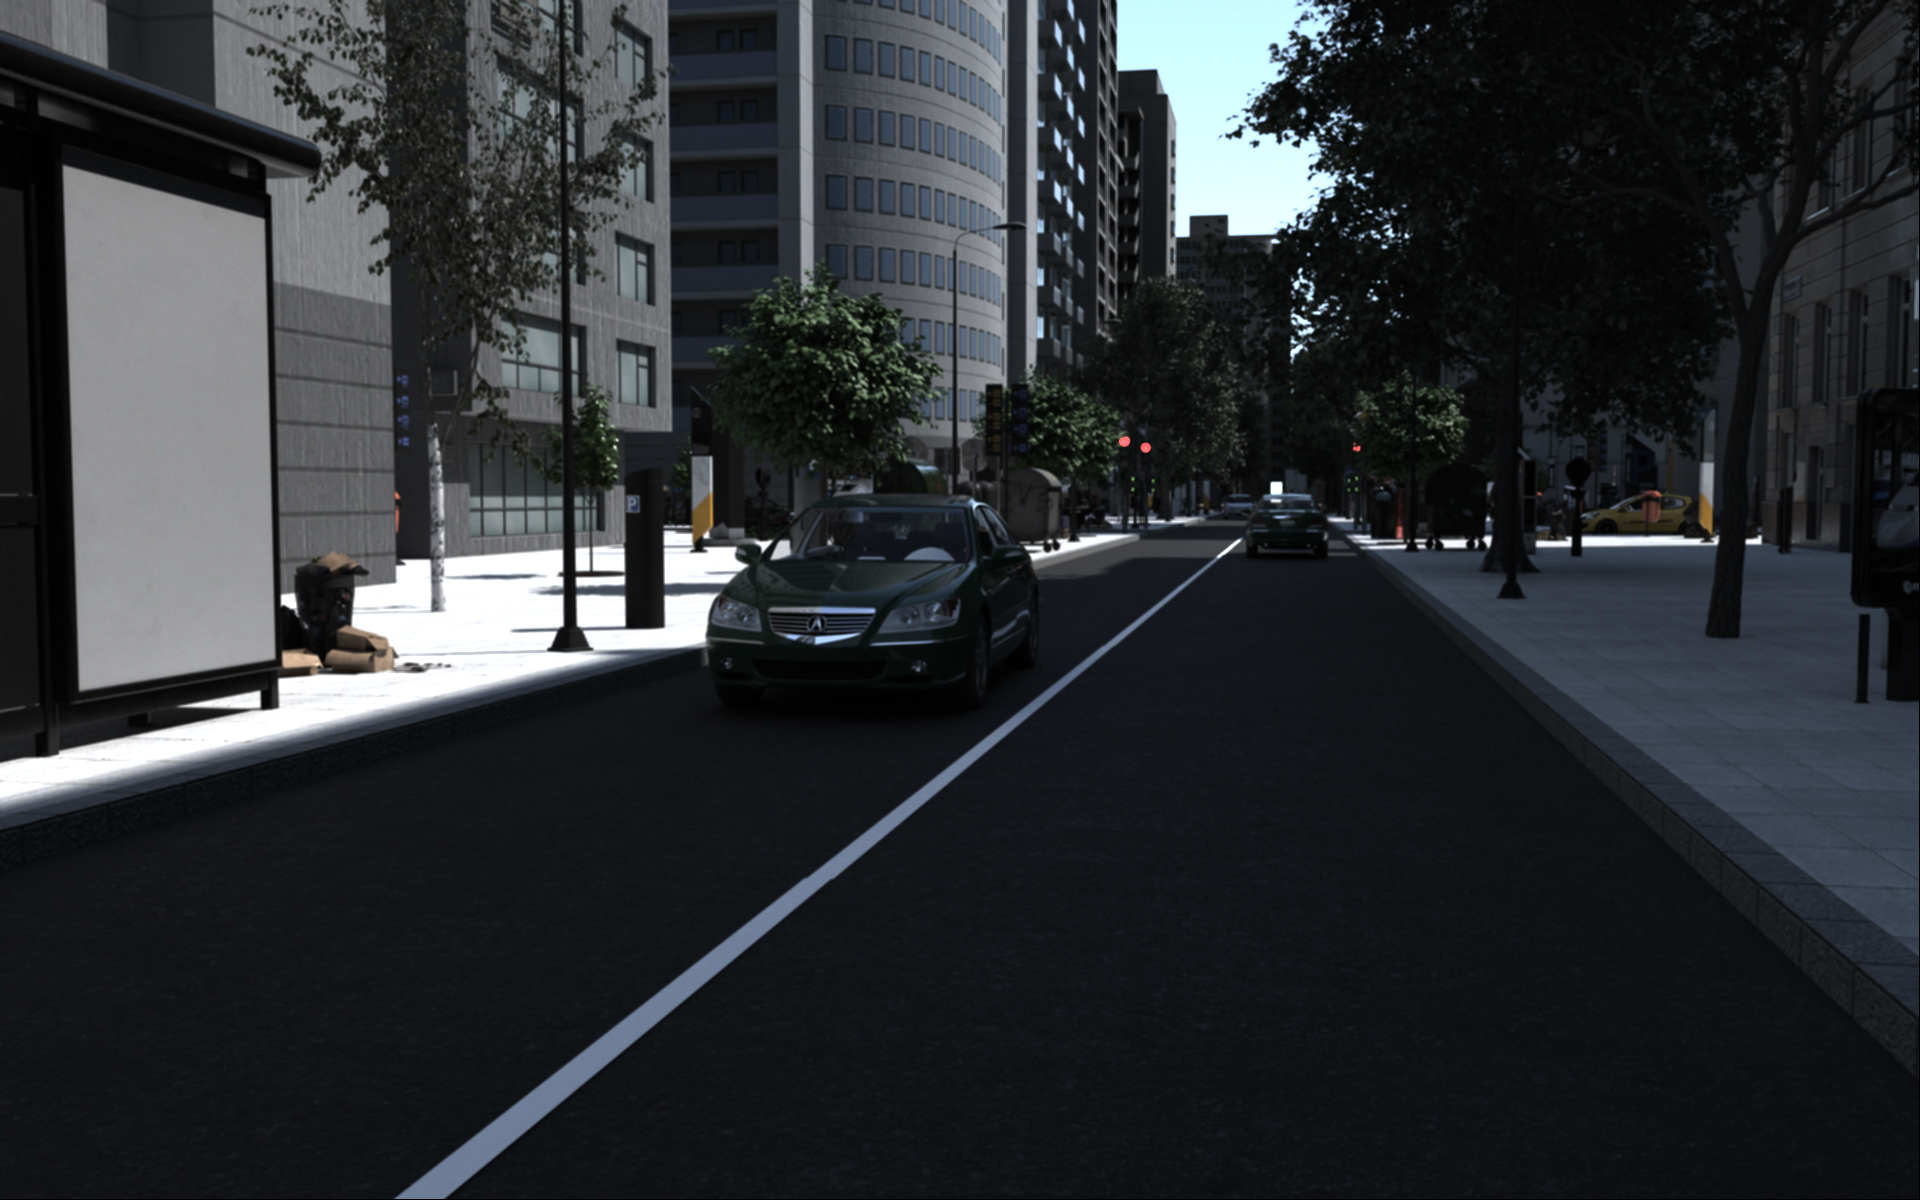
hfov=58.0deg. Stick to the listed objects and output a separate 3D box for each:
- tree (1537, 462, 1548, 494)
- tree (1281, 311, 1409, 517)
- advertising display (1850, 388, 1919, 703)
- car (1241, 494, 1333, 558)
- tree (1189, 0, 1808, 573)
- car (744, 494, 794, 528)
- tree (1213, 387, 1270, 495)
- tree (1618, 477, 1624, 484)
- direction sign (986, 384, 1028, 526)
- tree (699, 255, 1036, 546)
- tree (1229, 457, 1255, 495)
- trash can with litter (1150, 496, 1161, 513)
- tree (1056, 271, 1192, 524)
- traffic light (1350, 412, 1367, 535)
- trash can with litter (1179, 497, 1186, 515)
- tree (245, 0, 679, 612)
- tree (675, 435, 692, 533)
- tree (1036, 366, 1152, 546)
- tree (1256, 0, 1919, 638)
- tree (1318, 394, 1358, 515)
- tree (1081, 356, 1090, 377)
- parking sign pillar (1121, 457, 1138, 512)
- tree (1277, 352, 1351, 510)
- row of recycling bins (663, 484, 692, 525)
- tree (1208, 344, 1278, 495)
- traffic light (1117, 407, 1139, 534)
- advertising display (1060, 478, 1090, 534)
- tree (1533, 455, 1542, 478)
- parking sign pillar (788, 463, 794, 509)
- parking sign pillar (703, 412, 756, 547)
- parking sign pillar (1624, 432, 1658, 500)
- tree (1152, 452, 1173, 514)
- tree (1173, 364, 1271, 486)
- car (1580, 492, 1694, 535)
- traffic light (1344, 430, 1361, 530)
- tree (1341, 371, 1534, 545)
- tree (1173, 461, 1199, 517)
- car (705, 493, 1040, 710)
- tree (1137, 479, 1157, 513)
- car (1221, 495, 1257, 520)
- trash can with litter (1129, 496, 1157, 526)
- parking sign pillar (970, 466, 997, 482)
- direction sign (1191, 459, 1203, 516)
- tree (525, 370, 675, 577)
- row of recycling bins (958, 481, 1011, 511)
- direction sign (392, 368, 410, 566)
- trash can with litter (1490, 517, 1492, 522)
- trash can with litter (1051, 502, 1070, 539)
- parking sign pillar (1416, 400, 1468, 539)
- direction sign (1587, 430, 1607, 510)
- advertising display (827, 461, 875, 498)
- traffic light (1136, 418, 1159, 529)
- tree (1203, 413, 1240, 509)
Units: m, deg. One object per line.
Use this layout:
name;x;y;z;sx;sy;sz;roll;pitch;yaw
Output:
tree;34.725;-6.683;103.868;1.663;3.219;1.824;0;3;0
tree;21.767;-10.533;97.971;9.928;11.665;9.643;0;3;0
advertising display;5.951;-0.338;10.733;0.974;1.923;0.123;-1;4;-19
car;7.596;-1.742;40.282;2.131;1.459;4.920;1;4;10
tree;8.937;-6.795;28.113;9.611;12.733;9.660;0;3;0
car;-7.484;-3.249;62.908;4.222;1.686;2.009;1;4;10
tree;28.685;-16.108;181.496;7.486;12.596;7.792;0;3;0
tree;40.837;-6.712;104.340;1.663;3.219;1.824;0;3;0
direction sign;0.964;-2.673;35.696;0.876;3.537;0.379;1;4;9
tree;-1.867;-2.458;23.904;4.285;4.588;4.351;0;3;0
tree;32.013;-15.311;200.697;4.360;8.622;3.978;0;3;0
trash can with litter;13.137;-6.311;114.580;1.055;1.170;0.624;-3;5;-39
tree;7.225;-8.467;72.842;7.601;10.594;8.767;3;5;40
traffic light;12.726;-4.010;54.489;0.839;4.253;0.868;1;4;11
trash can with litter;13.805;-5.813;106.437;0.624;1.170;1.055;-2;4;-28
tree;-5.459;-4.176;18.638;4.360;8.622;3.978;0;3;0
tree;-9.002;-3.817;57.008;1.663;3.219;1.824;0;3;0
tree;1.900;-3.658;43.528;4.285;4.588;4.351;0;3;0
tree;6.743;-4.921;14.874;8.767;10.594;7.601;1;4;12
tree;23.880;-9.550;106.497;4.360;8.622;3.978;0;3;0
tree;10.349;-10.446;87.799;9.611;12.733;9.660;0;3;0
parking sign pillar;11.966;-8.206;122.642;1.447;3.967;1.447;2;4;25
tree;30.389;-14.363;141.485;9.857;13.997;8.962;0;3;0
row of recycling bins;-11.070;-3.928;71.330;3.534;1.692;1.069;1;4;18
tree;33.501;-21.931;214.466;12.611;20.169;13.585;0;3;0
traffic light;5.349;-4.097;55.901;0.839;4.253;0.868;1;4;11
advertising display;3.737;-3.122;56.256;0.974;1.923;0.123;0;4;-2
tree;31.543;-7.059;99.120;4.285;4.588;4.351;0;3;0
parking sign pillar;-6.226;-4.956;69.496;1.447;3.967;1.447;0;4;6
parking sign pillar;-5.747;-3.308;42.553;1.447;3.967;1.447;-2;4;-30
parking sign pillar;29.681;-5.321;75.475;1.447;3.967;1.447;0;4;-6
tree;3.512;-4.206;52.475;4.285;4.588;4.351;0;3;0
tree;23.186;-15.287;156.601;9.857;13.997;8.962;0;3;0
car;22.506;-2.878;57.282;3.980;1.641;2.015;1;4;11
traffic light;14.249;-4.490;62.328;0.839;4.253;0.868;1;4;11
tree;11.403;-3.714;44.430;4.285;4.588;4.351;0;3;0
tree;12.072;-7.084;99.536;4.285;4.588;4.351;0;3;0
car;-0.494;-0.082;13.146;2.131;1.459;4.920;1;4;10
tree;12.459;-7.531;117.738;1.663;3.219;1.824;0;3;0
car;15.846;-5.276;98.266;2.014;1.417;4.499;1;4;9
trash can with litter;7.198;-3.637;70.523;1.678;1.210;2.233;1;4;17
parking sign pillar;1.078;-5.312;75.329;1.447;3.967;1.447;2;4;29
direction sign;14.125;-6.808;103.305;0.379;3.537;0.876;-3;4;-39
tree;-5.780;-2.001;27.315;1.663;3.219;1.824;0;3;0
row of recycling bins;0.895;-2.947;55.292;1.069;1.692;3.534;2;4;26
direction sign;-10.190;-2.393;31.118;0.379;3.537;0.876;2;4;24
trash can with litter;25.194;-4.234;80.284;1.678;1.210;2.233;-1;4;-9
trash can with litter;2.705;-2.327;49.440;0.624;1.170;1.055;2;4;31
parking sign pillar;13.851;-3.744;49.680;1.447;3.967;1.447;1;4;11
direction sign;22.408;-4.220;60.997;0.876;3.537;0.379;-1;4;-23
advertising display;-1.995;-1.569;30.865;0.974;1.923;0.123;-1;4;-13
traffic light;6.872;-4.576;63.740;0.839;4.253;0.868;1;4;11
tree;20.219;-11.432;137.271;4.737;8.622;4.395;0;3;0
